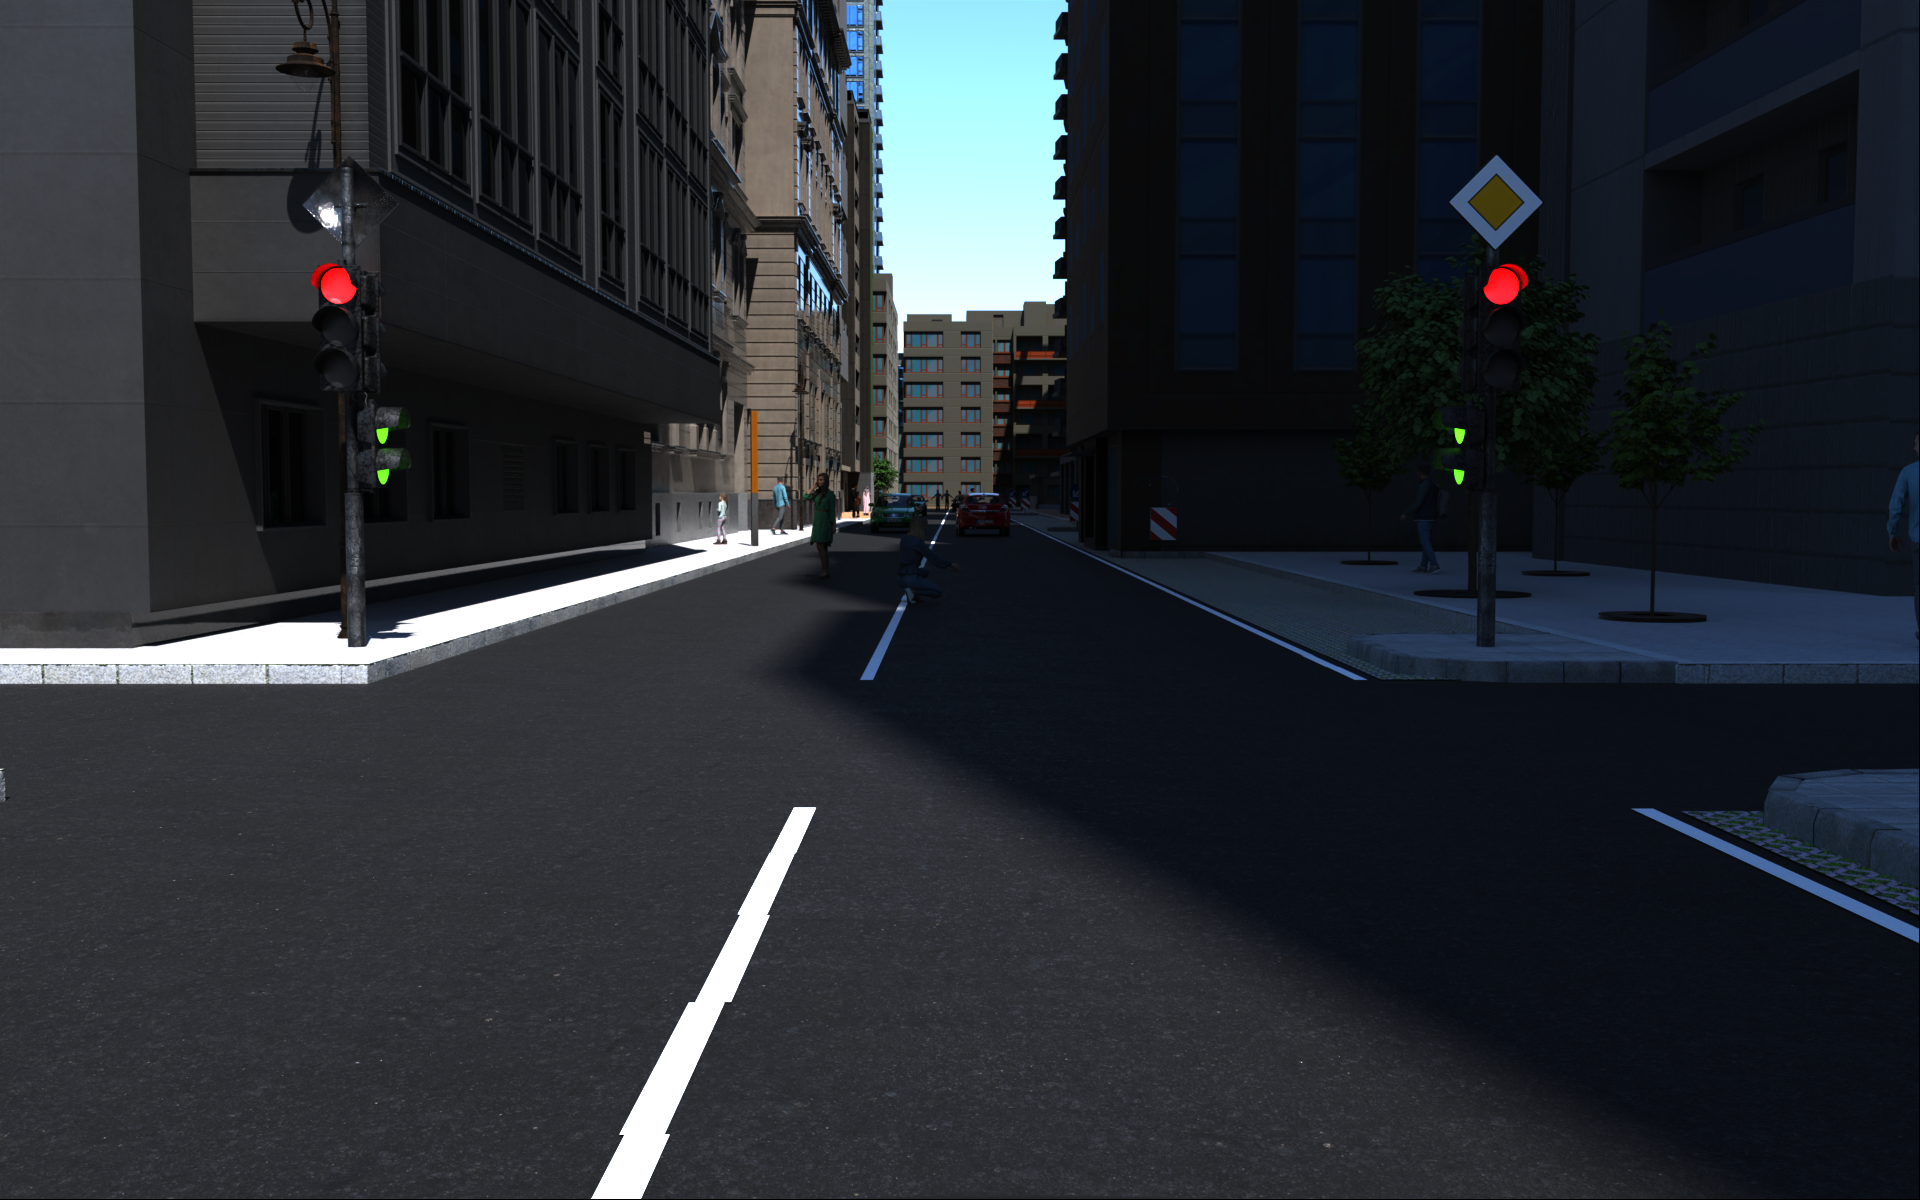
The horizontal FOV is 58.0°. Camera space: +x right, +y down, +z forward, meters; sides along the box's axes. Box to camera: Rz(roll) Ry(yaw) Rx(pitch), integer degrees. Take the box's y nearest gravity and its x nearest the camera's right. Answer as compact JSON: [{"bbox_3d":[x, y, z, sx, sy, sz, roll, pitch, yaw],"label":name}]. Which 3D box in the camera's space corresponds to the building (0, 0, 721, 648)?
[{"bbox_3d":[-12.221,-14.183,25.394,14.314,27.812,24.014,0,3,0],"label":"building"}]

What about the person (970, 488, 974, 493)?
[{"bbox_3d":[0.904,-7.087,124.003,0.705,1.869,1.348,-1,4,-9],"label":"person"}]

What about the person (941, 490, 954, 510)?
[{"bbox_3d":[-1.178,-9.225,159.314,1.348,1.826,0.705,2,4,26],"label":"person"}]

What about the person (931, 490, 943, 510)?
[{"bbox_3d":[-1.965,-8.763,151.862,1.350,1.814,0.705,3,5,39],"label":"person"}]

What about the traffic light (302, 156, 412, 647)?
[{"bbox_3d":[-5.052,-1.561,14.442,0.839,4.253,0.868,0,3,0],"label":"traffic light"}]

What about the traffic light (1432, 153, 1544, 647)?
[{"bbox_3d":[4.409,-1.563,14.476,0.839,4.253,0.868,0,3,0],"label":"traffic light"}]

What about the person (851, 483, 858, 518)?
[{"bbox_3d":[-5.548,-5.256,91.602,0.705,1.869,1.348,0,4,-1],"label":"person"}]

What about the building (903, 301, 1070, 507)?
[{"bbox_3d":[8.760,-20.926,187.185,28.899,21.520,27.650,0,3,0],"label":"building"}]

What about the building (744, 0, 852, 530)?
[{"bbox_3d":[-11.528,-16.904,73.642,12.463,27.353,25.104,0,3,0],"label":"building"}]

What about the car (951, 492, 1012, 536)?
[{"bbox_3d":[0.773,-3.136,60.321,2.155,1.783,4.494,0,4,-2],"label":"car"}]

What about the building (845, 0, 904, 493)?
[{"bbox_3d":[-21.184,-53.190,182.336,31.000,86.520,22.319,0,3,0],"label":"building"}]

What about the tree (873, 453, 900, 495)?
[{"bbox_3d":[-6.405,-9.377,137.032,4.285,4.588,4.351,0,3,0],"label":"tree"}]

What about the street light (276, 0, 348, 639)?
[{"bbox_3d":[-5.460,-2.598,15.272,0.468,5.910,1.993,0,3,0],"label":"street light"}]

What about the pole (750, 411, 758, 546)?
[{"bbox_3d":[-5.062,-2.983,42.619,0.158,3.312,0.155,0,3,0],"label":"pole"}]

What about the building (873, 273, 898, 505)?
[{"bbox_3d":[-20.382,-18.829,152.897,28.899,21.520,27.650,0,3,0],"label":"building"}]

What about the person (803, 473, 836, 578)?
[{"bbox_3d":[-2.316,-1.271,29.521,0.600,1.795,0.529,2,4,27],"label":"person"}]

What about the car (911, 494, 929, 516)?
[{"bbox_3d":[-3.032,-6.285,112.550,2.009,1.686,4.222,0,4,1],"label":"car"}]

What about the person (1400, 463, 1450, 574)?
[{"bbox_3d":[7.486,-1.312,27.844,0.721,1.781,0.623,2,4,27],"label":"person"}]

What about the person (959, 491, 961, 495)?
[{"bbox_3d":[-0.113,-9.012,156.559,0.721,1.735,1.217,2,4,27],"label":"person"}]

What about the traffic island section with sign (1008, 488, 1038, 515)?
[{"bbox_3d":[4.260,-6.602,116.572,1.989,1.847,2.006,0,3,0],"label":"traffic island section with sign"}]

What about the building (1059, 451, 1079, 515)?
[{"bbox_3d":[16.764,-40.538,101.043,20.563,71.187,20.611,0,3,0],"label":"building"}]

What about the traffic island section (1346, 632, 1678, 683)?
[{"bbox_3d":[4.449,0.470,14.590,2.009,0.180,2.903,0,3,0],"label":"traffic island section"}]

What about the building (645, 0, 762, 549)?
[{"bbox_3d":[-13.579,-16.020,49.317,14.401,28.519,23.554,0,3,0],"label":"building"}]

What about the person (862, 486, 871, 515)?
[{"bbox_3d":[-5.600,-5.959,104.146,0.551,1.740,0.621,0,4,-2],"label":"person"}]

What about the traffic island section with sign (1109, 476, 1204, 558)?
[{"bbox_3d":[4.402,-1.869,39.188,1.989,1.847,2.006,0,3,0],"label":"traffic island section with sign"}]

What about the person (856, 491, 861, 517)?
[{"bbox_3d":[-5.684,-5.290,95.787,0.557,1.426,1.065,-2,4,-27],"label":"person"}]

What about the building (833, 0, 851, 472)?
[{"bbox_3d":[-20.757,-31.402,102.665,28.713,52.752,27.495,0,3,0],"label":"building"}]

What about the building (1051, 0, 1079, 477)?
[{"bbox_3d":[18.182,-28.871,126.669,22.147,44.769,28.867,0,3,0],"label":"building"}]

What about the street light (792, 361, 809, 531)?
[{"bbox_3d":[-5.559,-5.366,60.519,0.468,5.910,1.993,0,3,0],"label":"street light"}]

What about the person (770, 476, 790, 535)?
[{"bbox_3d":[-5.708,-2.969,54.447,0.748,1.841,0.638,-2,4,-34],"label":"person"}]

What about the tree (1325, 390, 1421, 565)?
[{"bbox_3d":[7.436,-2.271,31.734,1.663,3.219,1.824,0,3,0],"label":"tree"}]

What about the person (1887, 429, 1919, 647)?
[{"bbox_3d":[7.964,-0.512,14.276,0.748,1.841,0.638,-3,5,-40],"label":"person"}]

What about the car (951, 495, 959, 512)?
[{"bbox_3d":[0.250,-7.930,142.242,1.945,1.354,3.894,0,4,1],"label":"car"}]

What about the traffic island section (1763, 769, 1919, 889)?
[{"bbox_3d":[4.464,0.959,6.605,2.009,0.180,2.903,0,3,0],"label":"traffic island section"}]

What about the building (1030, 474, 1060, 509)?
[{"bbox_3d":[22.529,-28.215,153.197,32.217,40.220,23.993,0,3,0],"label":"building"}]

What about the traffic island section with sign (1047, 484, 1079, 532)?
[{"bbox_3d":[4.357,-3.538,66.470,1.989,1.847,2.006,0,3,0],"label":"traffic island section with sign"}]

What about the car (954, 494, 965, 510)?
[{"bbox_3d":[0.565,-7.397,130.725,2.009,1.686,4.222,0,4,1],"label":"car"}]

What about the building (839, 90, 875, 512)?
[{"bbox_3d":[-13.564,-21.570,124.377,14.160,30.474,14.107,0,3,0],"label":"building"}]

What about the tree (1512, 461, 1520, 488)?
[{"bbox_3d":[9.347,-2.008,27.440,1.663,3.219,1.824,0,3,0],"label":"tree"}]

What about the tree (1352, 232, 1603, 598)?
[{"bbox_3d":[6.543,-2.336,21.910,4.285,4.588,4.351,0,3,0],"label":"tree"}]

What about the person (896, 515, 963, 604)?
[{"bbox_3d":[-0.546,-0.549,22.980,0.738,1.151,1.012,-2,4,-33],"label":"person"}]

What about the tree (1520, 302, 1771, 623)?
[{"bbox_3d":[6.992,-1.403,17.538,1.663,3.219,1.824,0,3,0],"label":"tree"}]

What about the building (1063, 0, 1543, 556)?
[{"bbox_3d":[10.111,-24.078,43.793,14.600,45.320,14.200,0,3,0],"label":"building"}]

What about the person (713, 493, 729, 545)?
[{"bbox_3d":[-6.090,-2.065,44.078,0.394,1.301,0.425,0,4,5],"label":"person"}]

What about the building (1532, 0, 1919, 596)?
[{"bbox_3d":[25.580,-29.508,24.449,28.212,58.520,21.231,0,3,0],"label":"building"}]

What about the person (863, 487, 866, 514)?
[{"bbox_3d":[-5.943,-6.424,111.790,0.721,1.743,1.217,0,4,-2],"label":"person"}]

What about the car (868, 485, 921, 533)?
[{"bbox_3d":[-2.465,-3.470,65.530,1.959,1.807,4.718,0,4,-1],"label":"car"}]
